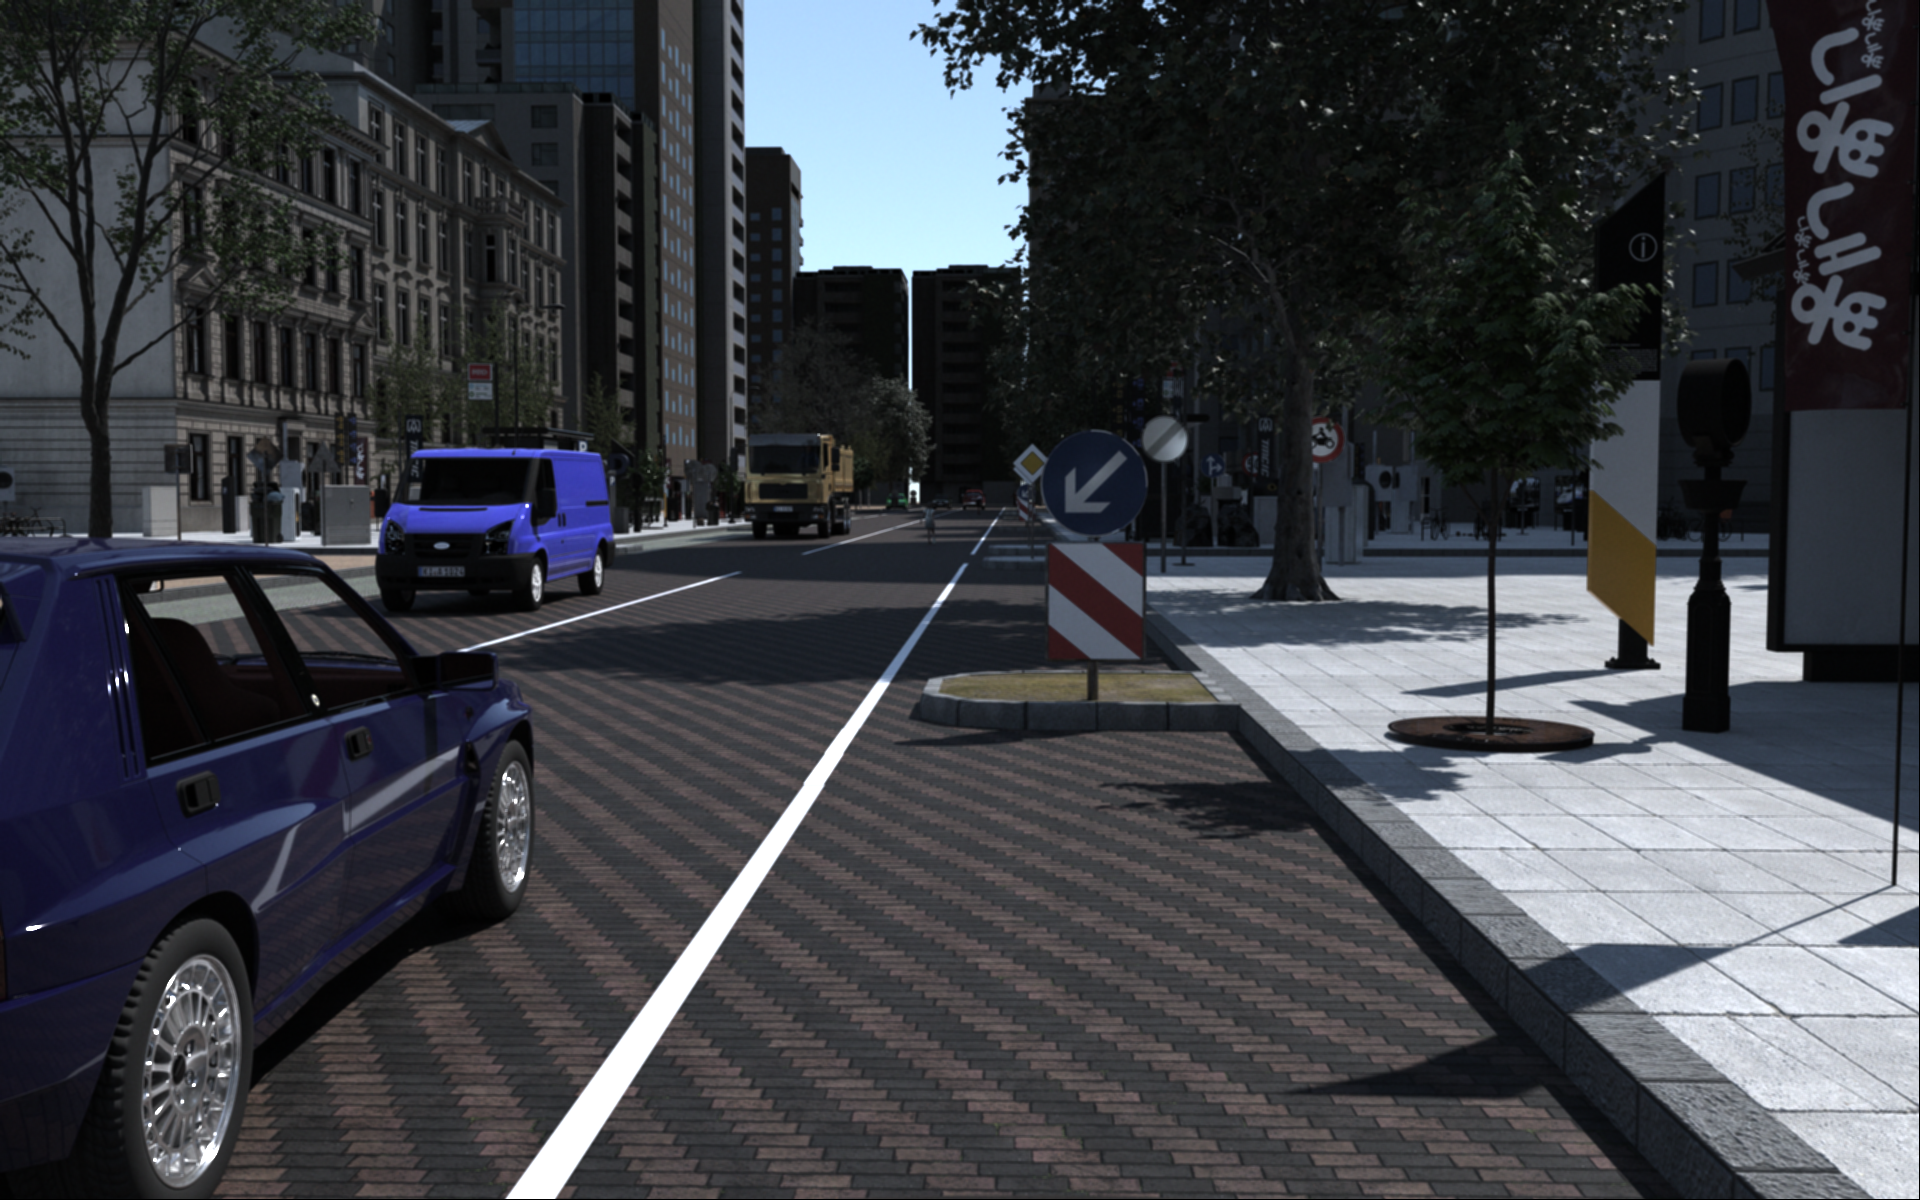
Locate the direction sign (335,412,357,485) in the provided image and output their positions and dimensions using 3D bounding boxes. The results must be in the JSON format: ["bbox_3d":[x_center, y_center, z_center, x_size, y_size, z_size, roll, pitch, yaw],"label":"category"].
[{"bbox_3d":[-17.097,-3.443,48.298,0.379,3.537,0.876,1,4,19],"label":"direction sign"}]

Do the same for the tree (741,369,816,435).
[{"bbox_3d":[-10.439,-9.270,101.920,4.360,8.622,3.978,0,3,0],"label":"tree"}]

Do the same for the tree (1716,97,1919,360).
[{"bbox_3d":[15.144,-4.868,29.955,4.360,8.622,3.978,0,3,0],"label":"tree"}]

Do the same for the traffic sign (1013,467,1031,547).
[{"bbox_3d":[1.676,-2.355,42.150,0.795,2.450,0.064,0,4,2],"label":"traffic sign"}]

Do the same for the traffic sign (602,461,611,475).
[{"bbox_3d":[-8.963,-2.377,42.501,0.795,2.450,0.064,0,4,2],"label":"traffic sign"}]

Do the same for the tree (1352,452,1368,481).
[{"bbox_3d":[21.804,-7.120,100.123,4.285,4.588,4.351,0,3,0],"label":"tree"}]

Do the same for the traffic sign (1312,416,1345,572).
[{"bbox_3d":[5.907,-1.730,28.397,0.768,2.556,0.104,1,4,9],"label":"traffic sign"}]

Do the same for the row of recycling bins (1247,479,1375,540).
[{"bbox_3d":[9.857,-2.547,48.748,3.534,1.692,1.069,0,4,0],"label":"row of recycling bins"}]

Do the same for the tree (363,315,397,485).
[{"bbox_3d":[-21.905,-7.248,68.872,4.737,8.622,4.395,0,3,0],"label":"tree"}]

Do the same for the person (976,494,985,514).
[{"bbox_3d":[1.426,-6.732,121.751,0.628,1.438,0.799,0,4,1],"label":"person"}]

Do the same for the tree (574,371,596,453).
[{"bbox_3d":[-19.433,-7.696,76.198,4.737,8.622,4.395,0,3,0],"label":"tree"}]

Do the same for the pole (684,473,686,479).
[{"bbox_3d":[-17.271,-7.058,109.244,0.158,3.312,0.155,0,3,0],"label":"pole"}]

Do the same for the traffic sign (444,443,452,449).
[{"bbox_3d":[-12.950,-2.680,43.826,0.884,2.594,0.081,1,4,8],"label":"traffic sign"}]

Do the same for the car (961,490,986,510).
[{"bbox_3d":[1.261,-9.200,159.093,2.281,1.827,5.304,0,3,0],"label":"car"}]

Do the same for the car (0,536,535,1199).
[{"bbox_3d":[-2.355,0.483,4.690,1.945,1.354,3.894,0,4,0],"label":"car"}]

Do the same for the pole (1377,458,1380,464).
[{"bbox_3d":[23.359,-6.296,96.775,0.158,3.312,0.155,0,3,0],"label":"pole"}]

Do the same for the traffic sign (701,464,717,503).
[{"bbox_3d":[-10.496,-4.412,72.245,0.768,2.556,0.104,0,4,5],"label":"traffic sign"}]

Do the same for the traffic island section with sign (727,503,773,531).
[{"bbox_3d":[-7.893,-3.579,67.145,1.989,1.847,2.006,0,4,2],"label":"traffic island section with sign"}]

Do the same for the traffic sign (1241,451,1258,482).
[{"bbox_3d":[8.781,-3.158,51.736,0.768,2.556,0.104,0,4,7],"label":"traffic sign"}]

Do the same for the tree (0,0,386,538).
[{"bbox_3d":[-11.929,-5.999,23.837,9.928,11.665,9.643,0,3,0],"label":"tree"}]

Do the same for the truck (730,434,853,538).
[{"bbox_3d":[-5.341,-3.799,58.039,3.469,3.379,9.791,0,4,2],"label":"truck"}]

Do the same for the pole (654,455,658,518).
[{"bbox_3d":[-16.009,-5.965,91.364,0.158,3.312,0.155,0,3,0],"label":"pole"}]

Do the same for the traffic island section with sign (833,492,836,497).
[{"bbox_3d":[-7.047,-5.227,94.087,1.989,1.847,2.006,0,4,2],"label":"traffic island section with sign"}]

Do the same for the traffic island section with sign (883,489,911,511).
[{"bbox_3d":[-5.430,-8.398,145.927,1.989,1.847,2.006,0,4,2],"label":"traffic island section with sign"}]

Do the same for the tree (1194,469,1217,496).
[{"bbox_3d":[15.660,-7.001,109.074,1.663,3.219,1.824,0,3,0],"label":"tree"}]

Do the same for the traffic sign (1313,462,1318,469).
[{"bbox_3d":[6.030,-1.732,30.452,0.606,2.300,0.079,1,4,10],"label":"traffic sign"}]

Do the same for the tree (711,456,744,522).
[{"bbox_3d":[-10.643,-5.287,81.040,1.663,3.219,1.824,0,3,0],"label":"tree"}]

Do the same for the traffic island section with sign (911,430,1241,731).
[{"bbox_3d":[0.747,-0.174,11.465,1.989,1.847,2.006,0,4,2],"label":"traffic island section with sign"}]

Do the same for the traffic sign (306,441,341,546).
[{"bbox_3d":[-15.559,-2.589,42.331,0.884,2.594,0.081,0,4,7],"label":"traffic sign"}]

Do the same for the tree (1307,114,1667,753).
[{"bbox_3d":[2.807,-0.873,8.870,1.663,3.219,1.824,0,3,0],"label":"tree"}]

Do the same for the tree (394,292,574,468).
[{"bbox_3d":[-17.457,-6.944,63.890,4.737,8.622,4.395,0,3,0],"label":"tree"}]

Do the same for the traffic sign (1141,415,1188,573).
[{"bbox_3d":[3.318,-1.717,28.180,0.768,2.556,0.104,0,4,3],"label":"traffic sign"}]

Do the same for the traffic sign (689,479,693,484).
[{"bbox_3d":[-14.230,-5.683,93.029,0.768,2.556,0.104,0,4,8],"label":"traffic sign"}]

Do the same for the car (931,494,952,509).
[{"bbox_3d":[-1.714,-9.412,163.672,2.009,1.686,4.222,0,4,3],"label":"car"}]

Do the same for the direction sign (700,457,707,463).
[{"bbox_3d":[-15.578,-6.929,105.292,0.379,3.537,0.876,1,4,21],"label":"direction sign"}]

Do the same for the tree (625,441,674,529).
[{"bbox_3d":[-11.556,-4.221,63.608,1.663,3.219,1.824,0,3,0],"label":"tree"}]

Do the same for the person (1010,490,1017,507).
[{"bbox_3d":[6.099,-11.153,190.812,1.348,1.831,0.705,-2,4,-27],"label":"person"}]

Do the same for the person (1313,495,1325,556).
[{"bbox_3d":[7.575,-1.683,36.044,0.654,1.822,0.581,0,4,0],"label":"person"}]

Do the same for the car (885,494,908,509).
[{"bbox_3d":[-5.482,-8.663,150.442,1.959,1.807,4.718,0,4,1],"label":"car"}]

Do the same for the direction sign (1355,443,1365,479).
[{"bbox_3d":[17.676,-5.179,76.681,0.379,3.537,0.876,-1,4,-13],"label":"direction sign"}]

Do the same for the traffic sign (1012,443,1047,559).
[{"bbox_3d":[1.427,-1.867,34.169,0.795,2.450,0.064,0,4,2],"label":"traffic sign"}]

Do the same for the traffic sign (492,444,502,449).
[{"bbox_3d":[-9.212,-1.889,34.520,0.795,2.450,0.064,0,4,2],"label":"traffic sign"}]

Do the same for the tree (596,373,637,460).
[{"bbox_3d":[-21.094,-9.365,103.485,4.737,8.622,4.395,0,3,0],"label":"tree"}]

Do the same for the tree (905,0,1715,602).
[{"bbox_3d":[4.156,-6.339,20.656,9.611,12.733,9.660,0,3,0],"label":"tree"}]

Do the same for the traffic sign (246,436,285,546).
[{"bbox_3d":[-13.778,-2.030,34.373,0.795,2.450,0.064,0,4,6],"label":"traffic sign"}]

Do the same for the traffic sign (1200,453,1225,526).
[{"bbox_3d":[7.882,-3.302,54.101,0.768,2.556,0.104,0,4,6],"label":"traffic sign"}]

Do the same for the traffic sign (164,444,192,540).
[{"bbox_3d":[-16.069,-2.048,35.614,0.606,2.300,0.079,1,4,9],"label":"traffic sign"}]

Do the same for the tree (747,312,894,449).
[{"bbox_3d":[-9.323,-12.631,116.885,12.009,13.543,11.850,0,3,0],"label":"tree"}]

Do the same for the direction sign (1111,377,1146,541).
[{"bbox_3d":[3.149,-2.479,32.521,0.379,3.537,0.876,-3,5,-40],"label":"direction sign"}]

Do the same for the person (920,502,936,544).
[{"bbox_3d":[-0.914,-2.201,49.499,0.505,1.210,0.382,1,4,12],"label":"person"}]

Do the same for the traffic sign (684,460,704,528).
[{"bbox_3d":[-9.959,-3.961,64.873,0.768,2.556,0.104,0,4,4],"label":"traffic sign"}]
